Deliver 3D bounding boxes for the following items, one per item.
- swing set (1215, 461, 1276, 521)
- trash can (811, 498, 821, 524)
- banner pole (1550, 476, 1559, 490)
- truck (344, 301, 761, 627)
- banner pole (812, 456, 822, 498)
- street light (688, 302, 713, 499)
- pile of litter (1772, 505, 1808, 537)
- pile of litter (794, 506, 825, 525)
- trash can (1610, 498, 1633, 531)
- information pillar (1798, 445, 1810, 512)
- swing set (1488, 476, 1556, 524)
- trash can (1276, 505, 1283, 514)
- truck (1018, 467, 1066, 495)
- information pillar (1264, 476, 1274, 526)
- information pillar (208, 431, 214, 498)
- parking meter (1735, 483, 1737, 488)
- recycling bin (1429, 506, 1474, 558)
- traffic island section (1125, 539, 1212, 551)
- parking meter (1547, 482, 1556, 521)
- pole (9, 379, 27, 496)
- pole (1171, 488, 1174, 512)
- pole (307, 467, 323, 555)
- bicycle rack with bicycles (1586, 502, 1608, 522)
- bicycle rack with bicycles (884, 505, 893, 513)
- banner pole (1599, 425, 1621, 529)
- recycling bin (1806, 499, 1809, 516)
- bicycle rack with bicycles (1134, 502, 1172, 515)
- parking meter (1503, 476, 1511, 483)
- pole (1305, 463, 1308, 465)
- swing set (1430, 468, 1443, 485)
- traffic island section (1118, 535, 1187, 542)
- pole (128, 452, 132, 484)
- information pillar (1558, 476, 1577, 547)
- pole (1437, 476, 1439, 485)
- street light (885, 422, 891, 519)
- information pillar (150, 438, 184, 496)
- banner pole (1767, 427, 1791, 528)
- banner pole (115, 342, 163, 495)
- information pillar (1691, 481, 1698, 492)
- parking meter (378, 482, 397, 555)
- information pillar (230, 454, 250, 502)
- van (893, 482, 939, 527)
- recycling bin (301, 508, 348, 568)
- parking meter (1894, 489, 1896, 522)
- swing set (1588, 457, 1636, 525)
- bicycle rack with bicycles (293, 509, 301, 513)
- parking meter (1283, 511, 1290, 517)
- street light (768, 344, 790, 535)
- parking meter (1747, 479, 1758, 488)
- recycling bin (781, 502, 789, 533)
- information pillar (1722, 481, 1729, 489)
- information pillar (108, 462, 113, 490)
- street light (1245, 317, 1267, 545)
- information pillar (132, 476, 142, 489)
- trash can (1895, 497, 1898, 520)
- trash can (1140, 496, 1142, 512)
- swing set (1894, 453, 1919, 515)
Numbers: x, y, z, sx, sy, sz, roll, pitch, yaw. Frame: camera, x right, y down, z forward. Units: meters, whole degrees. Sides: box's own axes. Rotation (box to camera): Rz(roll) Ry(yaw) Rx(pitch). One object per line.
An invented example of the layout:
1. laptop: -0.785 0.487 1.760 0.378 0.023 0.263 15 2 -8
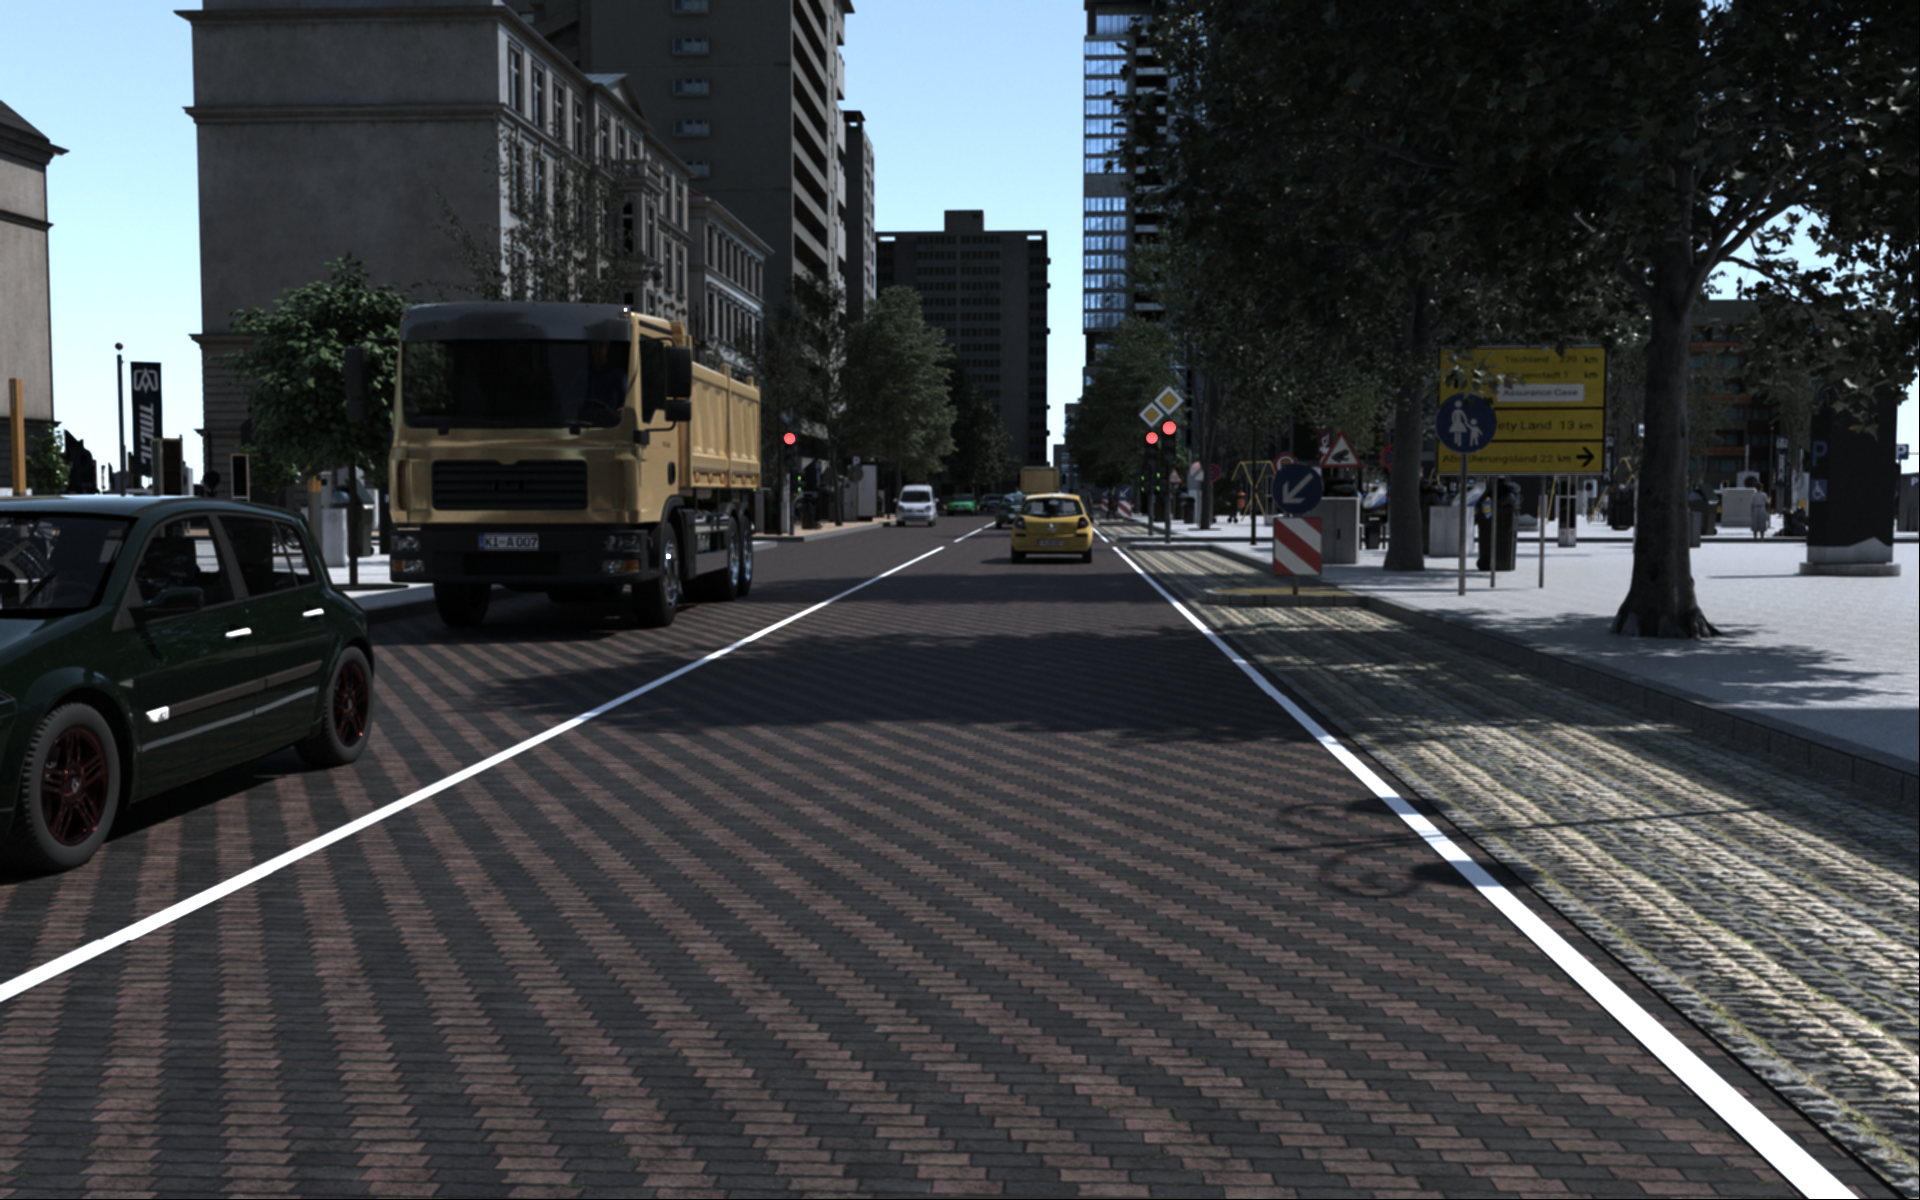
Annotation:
1. swing set: 14.088 -5.235 83.207 2.862 2.851 3.119 -1 4 -18
2. trash can: -6.029 -3.634 71.063 0.748 1.137 0.748 0 3 0
3. banner pole: 41.463 -7.934 119.743 0.863 3.779 0.401 -1 4 -18
4. truck: -4.315 -1.526 20.872 3.469 3.379 9.791 0 4 1
5. banner pole: -9.490 -7.609 114.416 0.863 3.779 0.401 -2 4 -33
6. street light: -6.309 -4.217 41.736 0.468 5.910 1.993 0 4 3
7. pile of litter: 25.089 -2.330 52.064 1.176 0.858 1.719 -1 4 -13
8. pile of litter: -6.461 -3.633 73.366 1.719 0.858 1.176 -2 4 -28
9. trash can: 23.349 -3.028 61.155 0.748 1.137 0.748 0 3 0
10. information pillar: 40.300 -5.591 82.772 0.504 3.616 0.183 0 4 7
11. swing set: 23.670 -4.562 72.202 3.119 2.851 2.862 0 4 0
12. trash can: 20.834 -6.160 112.373 0.748 1.137 0.748 0 3 0
13. truck: 5.629 -7.642 120.867 3.469 3.379 9.791 0 4 4
14. information pillar: 12.246 -3.922 68.609 0.304 2.012 0.304 0 4 -4
15. information pillar: -27.971 -4.486 64.696 0.183 3.616 0.504 -1 4 -15
16. parking meter: 41.635 -5.318 92.665 0.255 1.863 0.399 3 4 36
17. recycling bin: 10.059 -1.399 35.421 0.722 1.027 0.722 2 4 33
18. traffic island section: 5.413 -1.386 44.950 2.009 0.180 2.903 0 4 3
19. parking meter: 28.158 -4.694 82.457 0.255 1.863 0.399 0 4 -4
20. pole: -16.678 -2.254 30.690 0.158 3.312 0.155 0 3 0
21. pole: 15.053 -7.882 122.714 0.158 3.312 0.155 0 3 0
22. pole: -10.314 -2.068 27.651 0.158 3.312 0.155 0 3 0
23. bicycle rack with bicycles: 30.322 -4.095 80.337 2.852 0.926 2.925 1 4 17
24. bicycle rack with bicycles: -5.411 -5.773 107.777 2.852 0.926 2.925 -3 5 -40
25. banner pole: 23.674 -4.460 62.932 0.863 3.779 0.401 1 4 8
26. recycling bin: 40.444 -4.245 81.956 0.722 1.027 0.722 2 4 29
27. bicycle rack with bicycles: 12.284 -5.799 108.195 2.925 0.926 2.852 -1 4 -12
28. parking meter: 13.242 -2.235 42.248 0.255 1.863 0.399 3 5 39
29. pole: 22.840 -7.369 114.321 0.158 3.312 0.155 0 3 0
30. swing set: 29.680 -6.547 104.665 3.119 2.851 2.862 -2 4 -24
31. traffic island section: 5.851 -1.874 52.923 2.009 0.180 2.903 0 4 3
32. pole: -39.877 -5.470 83.276 0.158 3.312 0.155 0 3 0
33. information pillar: 14.652 -2.279 41.752 0.304 2.012 0.304 -2 4 -30
34. pole: 33.920 -7.896 122.943 0.158 3.312 0.155 0 3 0
35. street light: -3.674 -7.089 88.699 0.468 5.910 1.993 0 4 3
36. information pillar: -10.442 -1.123 22.860 0.304 2.012 0.304 3 5 44
37. banner pole: 30.509 -4.567 64.694 0.863 3.779 0.401 0 4 5
38. banner pole: -13.675 -2.372 28.802 0.863 3.779 0.401 -2 4 -29
39. information pillar: 41.222 -5.672 97.237 0.304 2.012 0.304 1 4 21
40. parking meter: -12.167 -1.739 36.844 0.372 1.533 0.369 0 3 0
41. information pillar: -13.237 -1.675 31.878 0.304 2.012 0.304 -1 4 -21
42. van: -1.943 -4.302 77.351 2.013 2.044 4.112 0 4 1
43. recycling bin: -11.171 -1.095 30.460 0.722 1.027 0.722 -1 4 -16
44. parking meter: 36.915 -3.692 68.768 0.372 1.533 0.369 0 3 0
45. swing set: 28.478 -4.627 73.274 2.862 2.851 3.119 0 4 5
46. bicycle rack with bicycles: -15.924 -1.653 40.417 2.925 0.926 2.852 -1 4 -10
47. parking meter: 16.092 -4.865 85.253 0.255 1.863 0.399 2 4 32
48. street light: -5.606 -4.947 53.664 0.468 5.910 1.993 0 4 3
49. parking meter: 30.811 -3.774 67.409 0.399 1.863 0.255 -2 4 -35
50. recycling bin: -5.915 -2.705 56.777 0.722 1.027 0.722 0 4 5
51. information pillar: 42.234 -5.574 95.620 0.304 2.012 0.304 2 4 27
52. information pillar: -61.758 -8.233 125.957 0.183 3.616 0.504 0 4 -1
53. street light: 7.373 -4.315 43.345 0.468 5.910 1.993 0 4 3
54. information pillar: -31.116 -3.733 65.520 0.304 2.012 0.304 -1 4 -15
55. trash can: 47.888 -4.753 89.369 0.748 1.137 0.748 0 3 0
56. trash can: 12.757 -6.817 123.109 0.748 1.137 0.748 0 3 0
57. swing set: 35.321 -4.189 66.116 3.119 2.851 2.862 1 4 23
